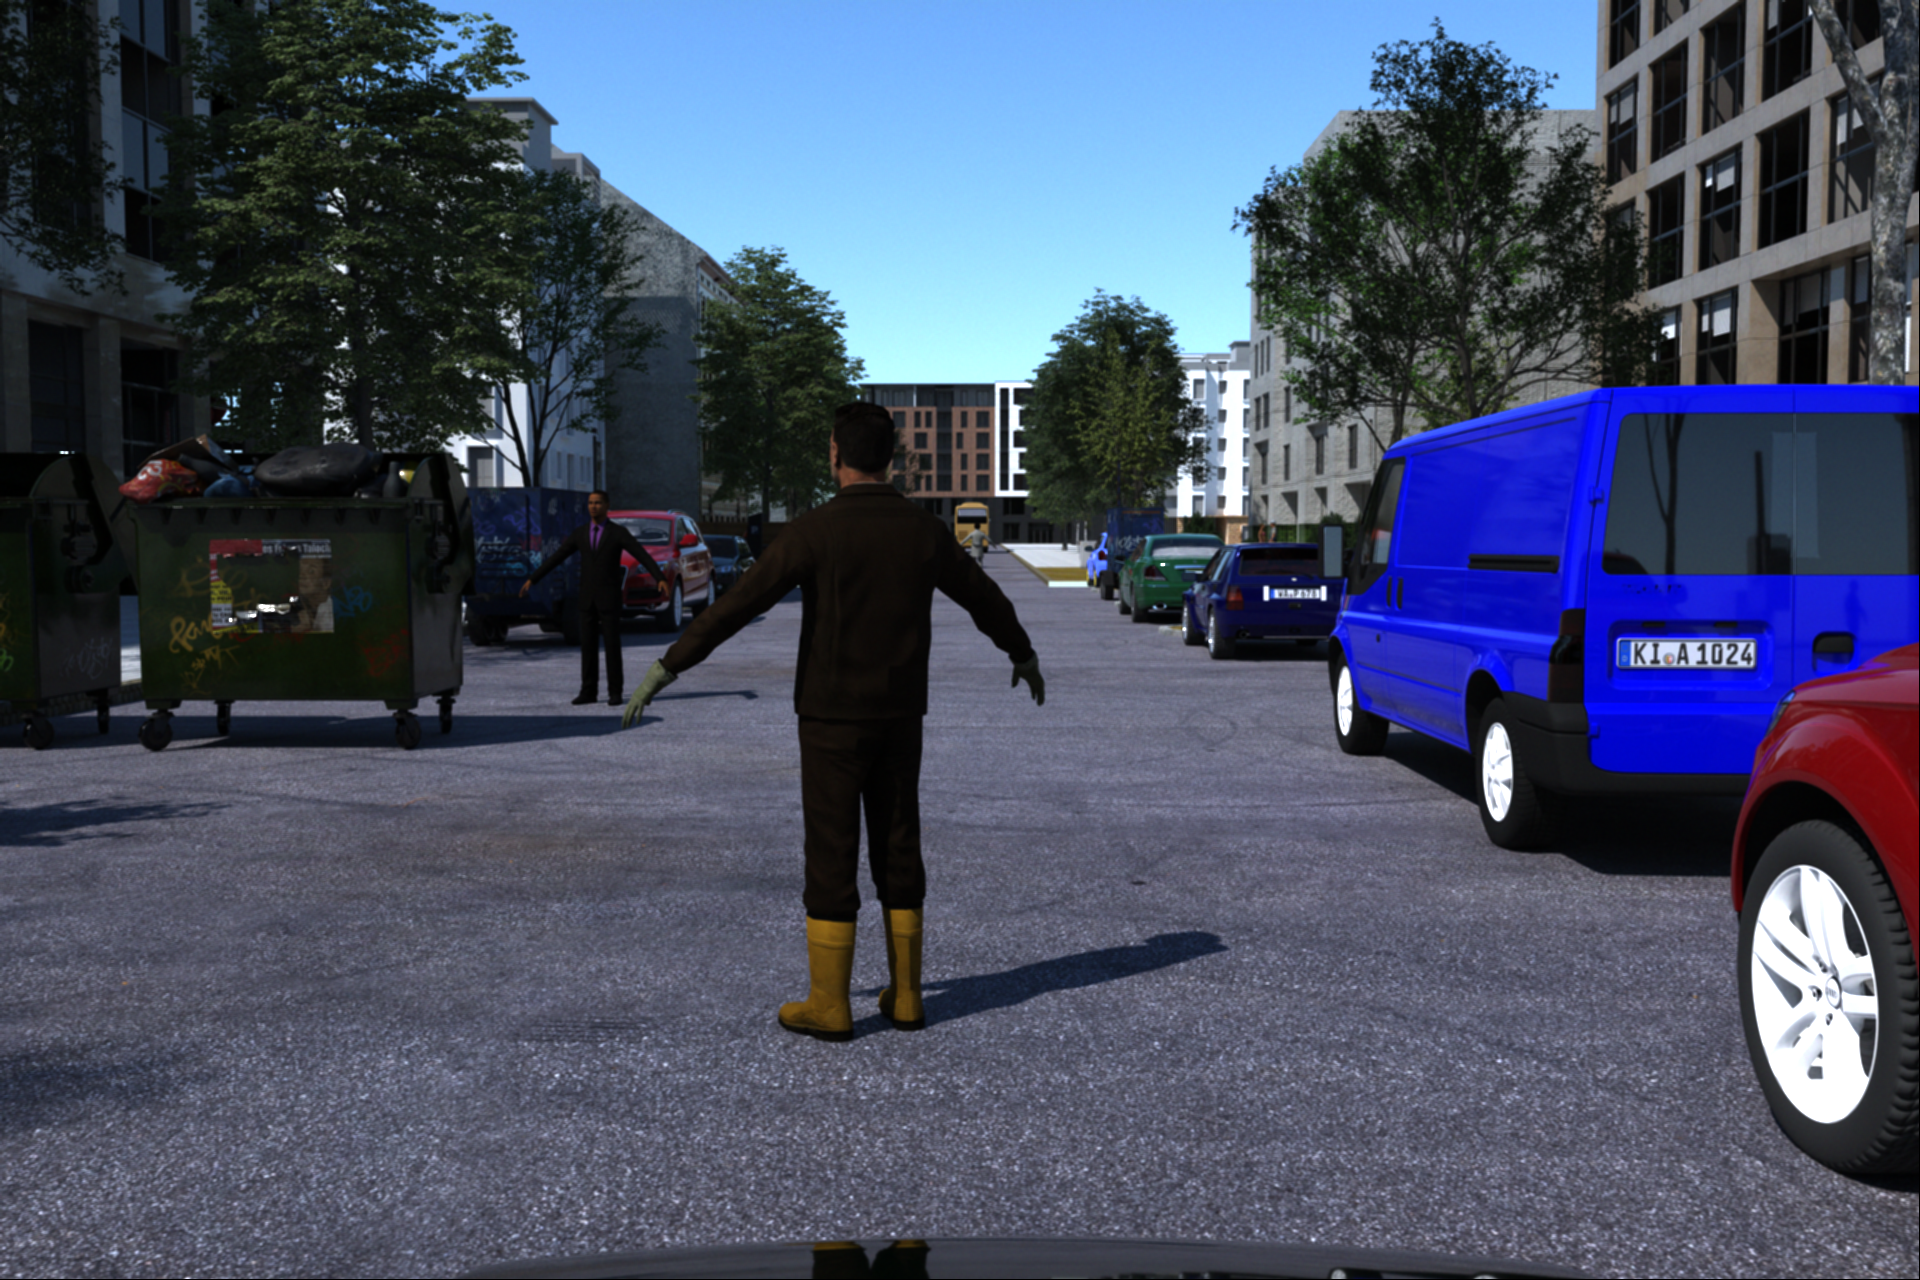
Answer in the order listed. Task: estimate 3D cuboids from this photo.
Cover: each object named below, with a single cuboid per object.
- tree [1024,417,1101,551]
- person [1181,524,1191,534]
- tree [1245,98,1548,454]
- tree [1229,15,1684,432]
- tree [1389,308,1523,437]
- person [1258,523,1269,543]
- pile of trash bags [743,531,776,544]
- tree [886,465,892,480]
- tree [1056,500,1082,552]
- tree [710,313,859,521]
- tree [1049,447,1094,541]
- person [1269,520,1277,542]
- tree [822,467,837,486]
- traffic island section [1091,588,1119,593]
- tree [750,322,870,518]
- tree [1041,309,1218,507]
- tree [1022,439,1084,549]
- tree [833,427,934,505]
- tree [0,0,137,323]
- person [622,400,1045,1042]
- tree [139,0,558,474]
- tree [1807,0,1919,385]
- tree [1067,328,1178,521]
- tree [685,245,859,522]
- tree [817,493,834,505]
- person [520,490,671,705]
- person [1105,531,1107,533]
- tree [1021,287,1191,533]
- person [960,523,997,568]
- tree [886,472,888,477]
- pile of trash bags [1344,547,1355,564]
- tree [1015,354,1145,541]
[{"bbox_3d":[8.511,-13.208,134.073,7.486,12.596,7.792,0,3,0],"label":"tree"},{"bbox_3d":[10.869,-4.658,82.291,1.348,1.813,0.705,-2,4,-23],"label":"person"},{"bbox_3d":[10.493,-7.089,41.668,9.928,11.665,9.643,0,3,0],"label":"tree"},{"bbox_3d":[9.380,-5.910,31.047,8.767,10.594,7.601,-2,4,-31],"label":"tree"},{"bbox_3d":[16.035,-6.423,55.383,4.737,8.622,4.395,0,3,0],"label":"tree"},{"bbox_3d":[12.870,-4.070,73.344,0.721,1.733,1.217,2,4,26],"label":"person"},{"bbox_3d":[-5.844,-2.476,50.236,1.912,1.369,3.447,0,4,1],"label":"pile of trash bags"},{"bbox_3d":[-7.143,-10.435,120.969,4.737,8.622,4.395,0,3,0],"label":"tree"},{"bbox_3d":[8.396,-10.600,123.672,4.360,8.622,3.978,0,3,0],"label":"tree"},{"bbox_3d":[-7.849,-9.462,80.465,9.928,11.665,9.643,0,3,0],"label":"tree"},{"bbox_3d":[7.929,-9.518,105.990,4.360,8.622,3.978,0,3,0],"label":"tree"},{"bbox_3d":[12.422,-3.853,68.846,0.705,1.847,1.347,1,4,12],"label":"person"},{"bbox_3d":[-7.400,-10.000,113.854,4.737,8.622,4.395,0,3,0],"label":"tree"},{"bbox_3d":[4.243,-1.217,42.767,1.991,0.108,1.994,0,4,2],"label":"traffic island section"},{"bbox_3d":[-8.009,-10.645,92.166,7.486,12.596,7.792,0,3,0],"label":"tree"},{"bbox_3d":[7.314,-8.429,72.230,7.601,10.594,8.767,2,4,24],"label":"tree"},{"bbox_3d":[9.014,-14.239,150.935,7.486,12.596,7.792,0,3,0],"label":"tree"},{"bbox_3d":[-6.641,-12.586,140.191,8.767,10.594,7.601,-1,4,-19],"label":"tree"},{"bbox_3d":[-11.799,-5.077,17.424,8.767,10.594,7.601,2,4,24],"label":"tree"},{"bbox_3d":[-0.295,0.220,4.999,1.346,1.812,0.704,-2,4,-29],"label":"person"},{"bbox_3d":[-11.168,-6.962,31.962,7.486,12.596,7.792,0,3,0],"label":"tree"},{"bbox_3d":[8.540,-9.956,18.668,12.611,20.169,13.585,0,3,0],"label":"tree"},{"bbox_3d":[5.892,-6.775,61.126,4.737,8.622,4.395,0,3,0],"label":"tree"},{"bbox_3d":[-7.455,-9.208,68.682,7.486,12.596,7.792,0,3,0],"label":"tree"},{"bbox_3d":[-18.243,-17.776,240.992,4.360,8.622,3.978,0,3,0],"label":"tree"},{"bbox_3d":[-3.041,-0.361,14.578,1.346,1.802,0.704,1,4,12],"label":"person"},{"bbox_3d":[6.462,-4.035,75.239,0.599,1.433,0.991,3,4,36],"label":"person"},{"bbox_3d":[7.893,-11.290,91.241,9.857,13.997,8.962,0,3,0],"label":"tree"},{"bbox_3d":[0.566,-2.984,57.439,1.347,1.806,0.705,0,4,-7],"label":"person"},{"bbox_3d":[-7.433,-10.992,130.077,4.737,8.622,4.395,0,3,0],"label":"tree"},{"bbox_3d":[7.732,-1.303,31.057,1.912,1.369,3.447,0,4,1],"label":"pile of trash bags"},{"bbox_3d":[8.547,-12.811,116.109,9.857,13.997,8.962,0,3,0],"label":"tree"}]
